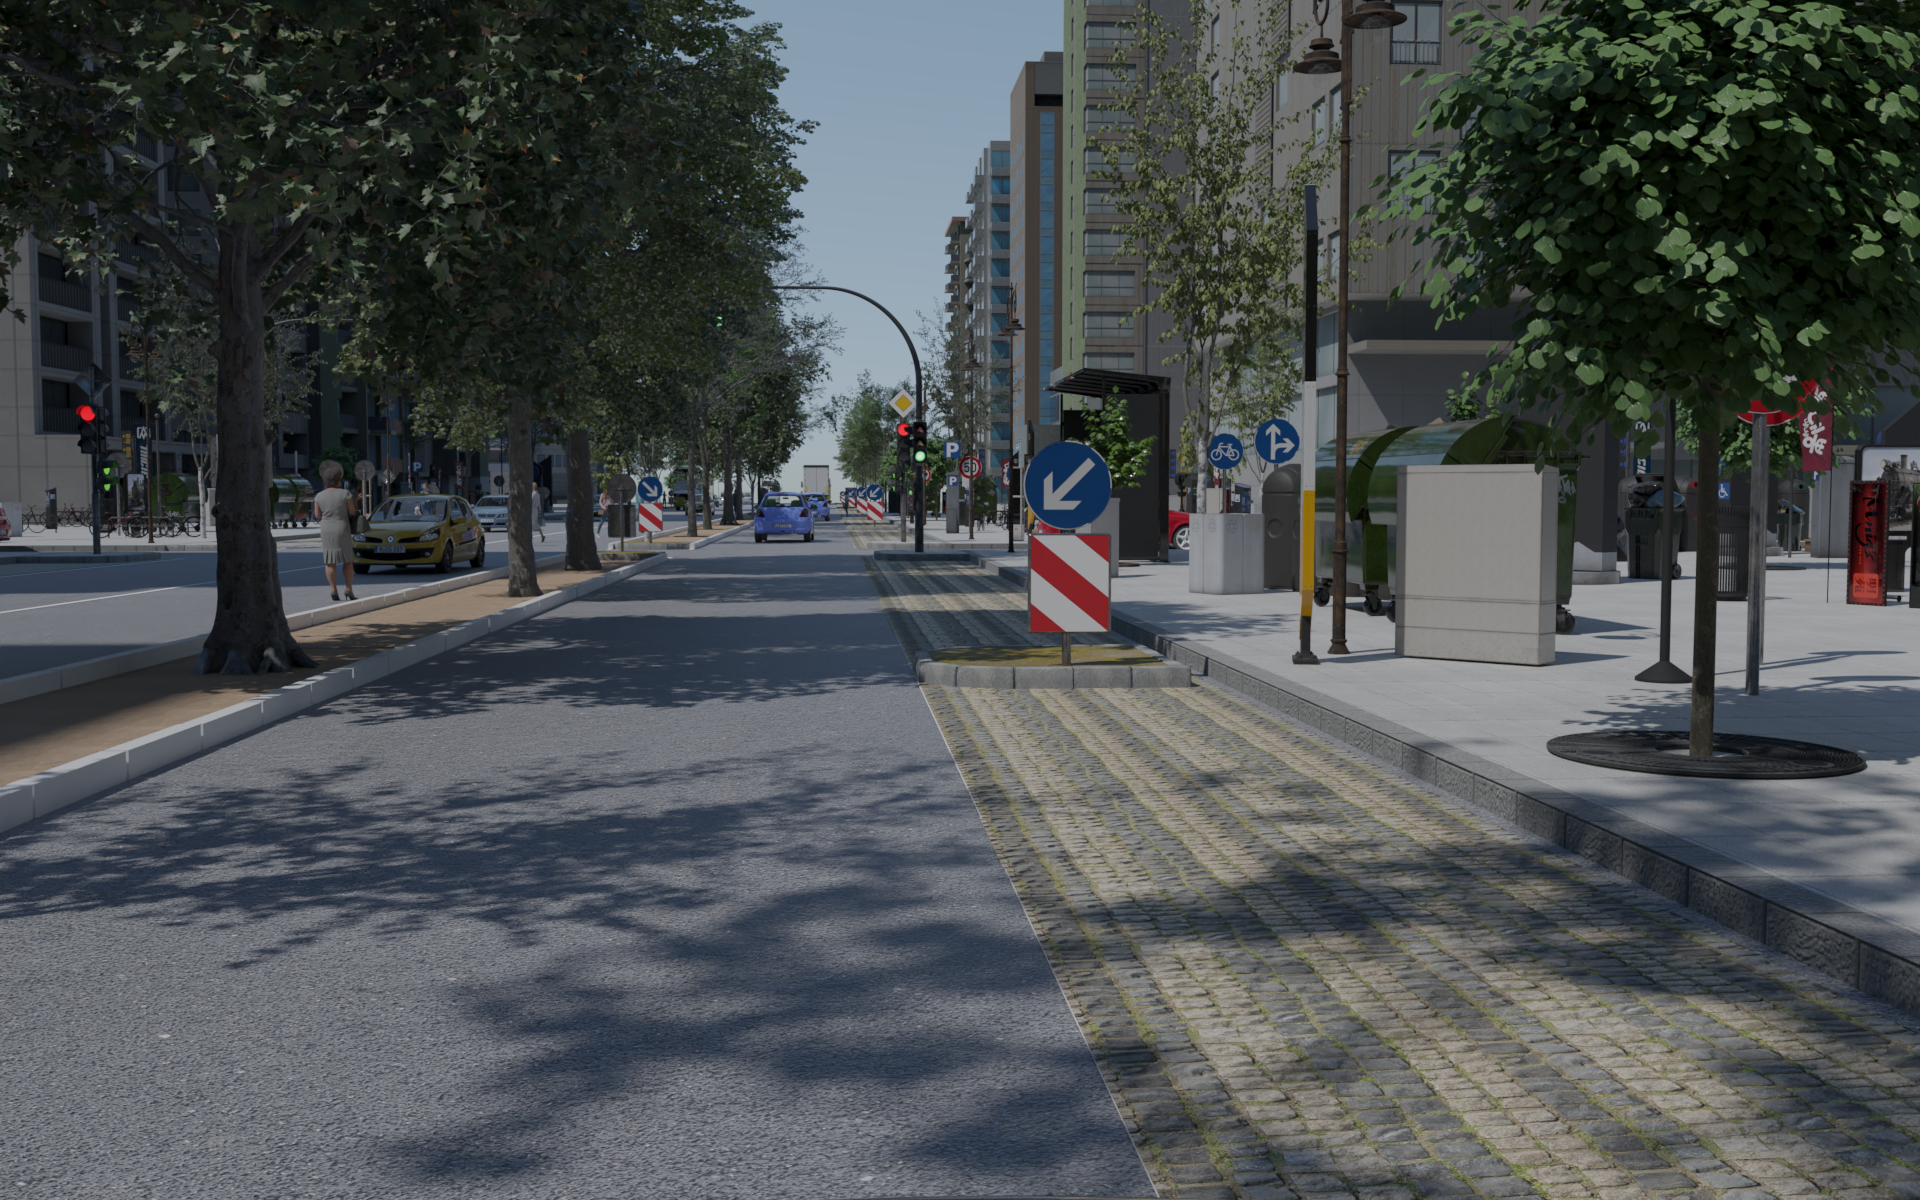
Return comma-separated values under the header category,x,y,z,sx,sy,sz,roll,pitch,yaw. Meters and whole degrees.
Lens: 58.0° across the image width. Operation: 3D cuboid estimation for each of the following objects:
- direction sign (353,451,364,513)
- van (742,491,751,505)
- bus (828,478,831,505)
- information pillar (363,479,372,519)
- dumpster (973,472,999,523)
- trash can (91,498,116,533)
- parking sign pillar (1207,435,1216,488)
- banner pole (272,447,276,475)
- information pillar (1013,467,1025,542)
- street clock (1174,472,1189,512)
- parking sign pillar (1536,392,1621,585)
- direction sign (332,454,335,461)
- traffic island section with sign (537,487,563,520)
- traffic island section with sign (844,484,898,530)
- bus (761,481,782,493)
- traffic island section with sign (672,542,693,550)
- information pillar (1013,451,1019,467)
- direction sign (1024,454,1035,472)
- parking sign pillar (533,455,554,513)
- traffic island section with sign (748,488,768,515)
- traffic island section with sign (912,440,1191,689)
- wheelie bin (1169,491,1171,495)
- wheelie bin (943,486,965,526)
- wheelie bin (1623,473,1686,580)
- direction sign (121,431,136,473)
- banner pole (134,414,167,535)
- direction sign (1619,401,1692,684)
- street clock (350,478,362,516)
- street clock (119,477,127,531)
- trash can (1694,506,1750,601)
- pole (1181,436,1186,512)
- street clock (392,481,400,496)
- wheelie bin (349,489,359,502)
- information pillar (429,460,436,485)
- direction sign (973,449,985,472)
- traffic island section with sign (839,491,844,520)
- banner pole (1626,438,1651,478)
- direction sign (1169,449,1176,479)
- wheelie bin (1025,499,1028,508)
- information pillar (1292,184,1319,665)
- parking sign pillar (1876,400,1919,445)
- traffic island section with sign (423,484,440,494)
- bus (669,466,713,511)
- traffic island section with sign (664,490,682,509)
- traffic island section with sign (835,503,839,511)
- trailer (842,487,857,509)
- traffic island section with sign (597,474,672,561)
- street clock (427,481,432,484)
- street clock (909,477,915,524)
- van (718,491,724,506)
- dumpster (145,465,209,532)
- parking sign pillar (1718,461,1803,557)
category,x,y,z,sx,sy,sz,roll,pitch,yaw
direction sign,-31.336,-6.017,90.370,0.876,3.537,0.379,2,4,35
van,-28.658,-13.800,232.637,2.013,2.044,4.112,0,4,-5
bus,-18.685,-14.749,232.692,2.896,3.916,12.252,0,4,-5
information pillar,-24.631,-4.127,71.973,0.304,2.012,0.304,-1,4,-10
dumpster,0.884,-4.464,75.484,1.502,2.255,1.985,0,4,-4
trash can,-28.241,-2.783,57.163,0.748,1.137,0.748,0,3,0
parking sign pillar,11.303,-5.516,78.651,1.447,3.967,1.447,1,4,16
banner pole,-36.722,-6.288,92.829,0.401,3.779,0.863,-2,4,-29
information pillar,1.565,-2.591,46.859,0.304,2.012,0.304,1,4,17
street clock,7.406,-3.257,57.827,0.471,2.002,0.358,-2,4,-32
parking sign pillar,8.810,-2.234,25.004,1.447,3.967,1.447,-3,5,-41
direction sign,-35.722,-6.536,98.857,0.379,3.537,0.876,-2,4,-27
traffic island section with sign,-22.773,-5.260,94.636,1.989,1.847,2.006,0,4,-4
traffic island section with sign,-3.506,-3.674,68.704,1.989,1.847,2.006,0,4,-4
bus,-25.825,-14.769,236.334,2.948,3.499,13.247,0,4,-6
traffic island section with sign,-8.043,-2.279,45.393,2.006,1.907,1.989,0,4,-4
information pillar,2.964,-6.258,93.670,0.504,3.616,0.183,2,4,26
direction sign,3.933,-6.487,98.062,0.379,3.537,0.876,3,5,45
parking sign pillar,-28.548,-7.953,118.507,1.447,3.967,1.447,0,4,-3
traffic island section with sign,-13.681,-6.861,120.321,2.006,1.907,1.989,0,4,-4
traffic island section with sign,0.639,-0.304,13.601,1.989,1.847,2.006,0,4,-4
wheelie bin,9.894,-4.676,84.367,0.693,1.594,0.980,1,4,22
wheelie bin,-0.116,-3.820,70.371,0.980,1.594,0.693,-2,4,-29
wheelie bin,10.504,-1.119,26.200,0.693,1.594,0.980,-2,4,-33
direction sign,-29.541,-4.284,62.033,0.876,3.537,0.379,0,4,0
banner pole,-25.205,-3.909,53.928,0.863,3.779,0.401,-1,4,-19
direction sign,4.831,-1.210,11.775,0.379,3.537,0.876,3,5,43
street clock,-26.700,-4.406,76.604,0.471,2.002,0.358,1,4,22
street clock,-29.062,-3.405,60.241,0.471,2.002,0.358,-2,4,-34
trash can,9.246,-0.564,20.879,0.748,1.137,0.748,0,3,0
pole,7.529,-3.945,58.337,0.158,3.312,0.155,0,3,0
street clock,-32.188,-5.766,98.847,0.471,2.002,0.358,3,5,40
wheelie bin,-41.574,-6.772,118.632,0.693,1.594,0.980,2,4,23
information pillar,-36.295,-7.822,119.249,0.183,3.616,0.504,3,4,38
direction sign,0.848,-5.815,87.074,0.876,3.537,0.379,2,4,23
traffic island section with sign,-5.521,-5.325,95.688,1.989,1.847,2.006,0,4,-4
banner pole,19.308,-3.638,49.490,0.863,3.779,0.401,1,4,21
direction sign,10.527,-5.850,87.651,0.876,3.537,0.379,3,4,37
wheelie bin,2.517,-3.884,71.418,0.980,1.594,0.693,-3,5,-44
information pillar,2.613,-1.323,12.984,0.183,3.616,0.504,1,4,9
parking sign pillar,26.941,-3.755,49.869,1.447,3.967,1.447,-1,4,-19
traffic island section with sign,-20.753,-3.616,67.756,1.989,1.847,2.006,0,4,-4
bus,-23.568,-9.870,152.928,2.896,3.916,12.252,0,4,-4
traffic island section with sign,-28.547,-9.966,171.576,1.989,1.847,2.006,0,4,-4
traffic island section with sign,-9.201,-8.313,144.552,1.989,1.847,2.006,0,4,-4
trailer,-9.435,-8.732,149.813,1.471,1.999,3.904,0,4,-5
traffic island section with sign,-7.498,-1.827,38.006,2.006,1.907,1.989,0,4,-4
street clock,-29.394,-5.566,95.581,0.358,2.002,0.471,2,4,34
street clock,-2.085,-4.315,75.128,0.358,2.002,0.471,0,4,-4
van,-28.816,-12.635,213.595,2.013,2.044,4.112,0,4,-5
dumpster,-26.559,-3.435,58.657,1.502,2.255,1.985,0,4,-4
parking sign pillar,16.410,-2.912,36.088,1.447,3.967,1.447,-1,4,-21
